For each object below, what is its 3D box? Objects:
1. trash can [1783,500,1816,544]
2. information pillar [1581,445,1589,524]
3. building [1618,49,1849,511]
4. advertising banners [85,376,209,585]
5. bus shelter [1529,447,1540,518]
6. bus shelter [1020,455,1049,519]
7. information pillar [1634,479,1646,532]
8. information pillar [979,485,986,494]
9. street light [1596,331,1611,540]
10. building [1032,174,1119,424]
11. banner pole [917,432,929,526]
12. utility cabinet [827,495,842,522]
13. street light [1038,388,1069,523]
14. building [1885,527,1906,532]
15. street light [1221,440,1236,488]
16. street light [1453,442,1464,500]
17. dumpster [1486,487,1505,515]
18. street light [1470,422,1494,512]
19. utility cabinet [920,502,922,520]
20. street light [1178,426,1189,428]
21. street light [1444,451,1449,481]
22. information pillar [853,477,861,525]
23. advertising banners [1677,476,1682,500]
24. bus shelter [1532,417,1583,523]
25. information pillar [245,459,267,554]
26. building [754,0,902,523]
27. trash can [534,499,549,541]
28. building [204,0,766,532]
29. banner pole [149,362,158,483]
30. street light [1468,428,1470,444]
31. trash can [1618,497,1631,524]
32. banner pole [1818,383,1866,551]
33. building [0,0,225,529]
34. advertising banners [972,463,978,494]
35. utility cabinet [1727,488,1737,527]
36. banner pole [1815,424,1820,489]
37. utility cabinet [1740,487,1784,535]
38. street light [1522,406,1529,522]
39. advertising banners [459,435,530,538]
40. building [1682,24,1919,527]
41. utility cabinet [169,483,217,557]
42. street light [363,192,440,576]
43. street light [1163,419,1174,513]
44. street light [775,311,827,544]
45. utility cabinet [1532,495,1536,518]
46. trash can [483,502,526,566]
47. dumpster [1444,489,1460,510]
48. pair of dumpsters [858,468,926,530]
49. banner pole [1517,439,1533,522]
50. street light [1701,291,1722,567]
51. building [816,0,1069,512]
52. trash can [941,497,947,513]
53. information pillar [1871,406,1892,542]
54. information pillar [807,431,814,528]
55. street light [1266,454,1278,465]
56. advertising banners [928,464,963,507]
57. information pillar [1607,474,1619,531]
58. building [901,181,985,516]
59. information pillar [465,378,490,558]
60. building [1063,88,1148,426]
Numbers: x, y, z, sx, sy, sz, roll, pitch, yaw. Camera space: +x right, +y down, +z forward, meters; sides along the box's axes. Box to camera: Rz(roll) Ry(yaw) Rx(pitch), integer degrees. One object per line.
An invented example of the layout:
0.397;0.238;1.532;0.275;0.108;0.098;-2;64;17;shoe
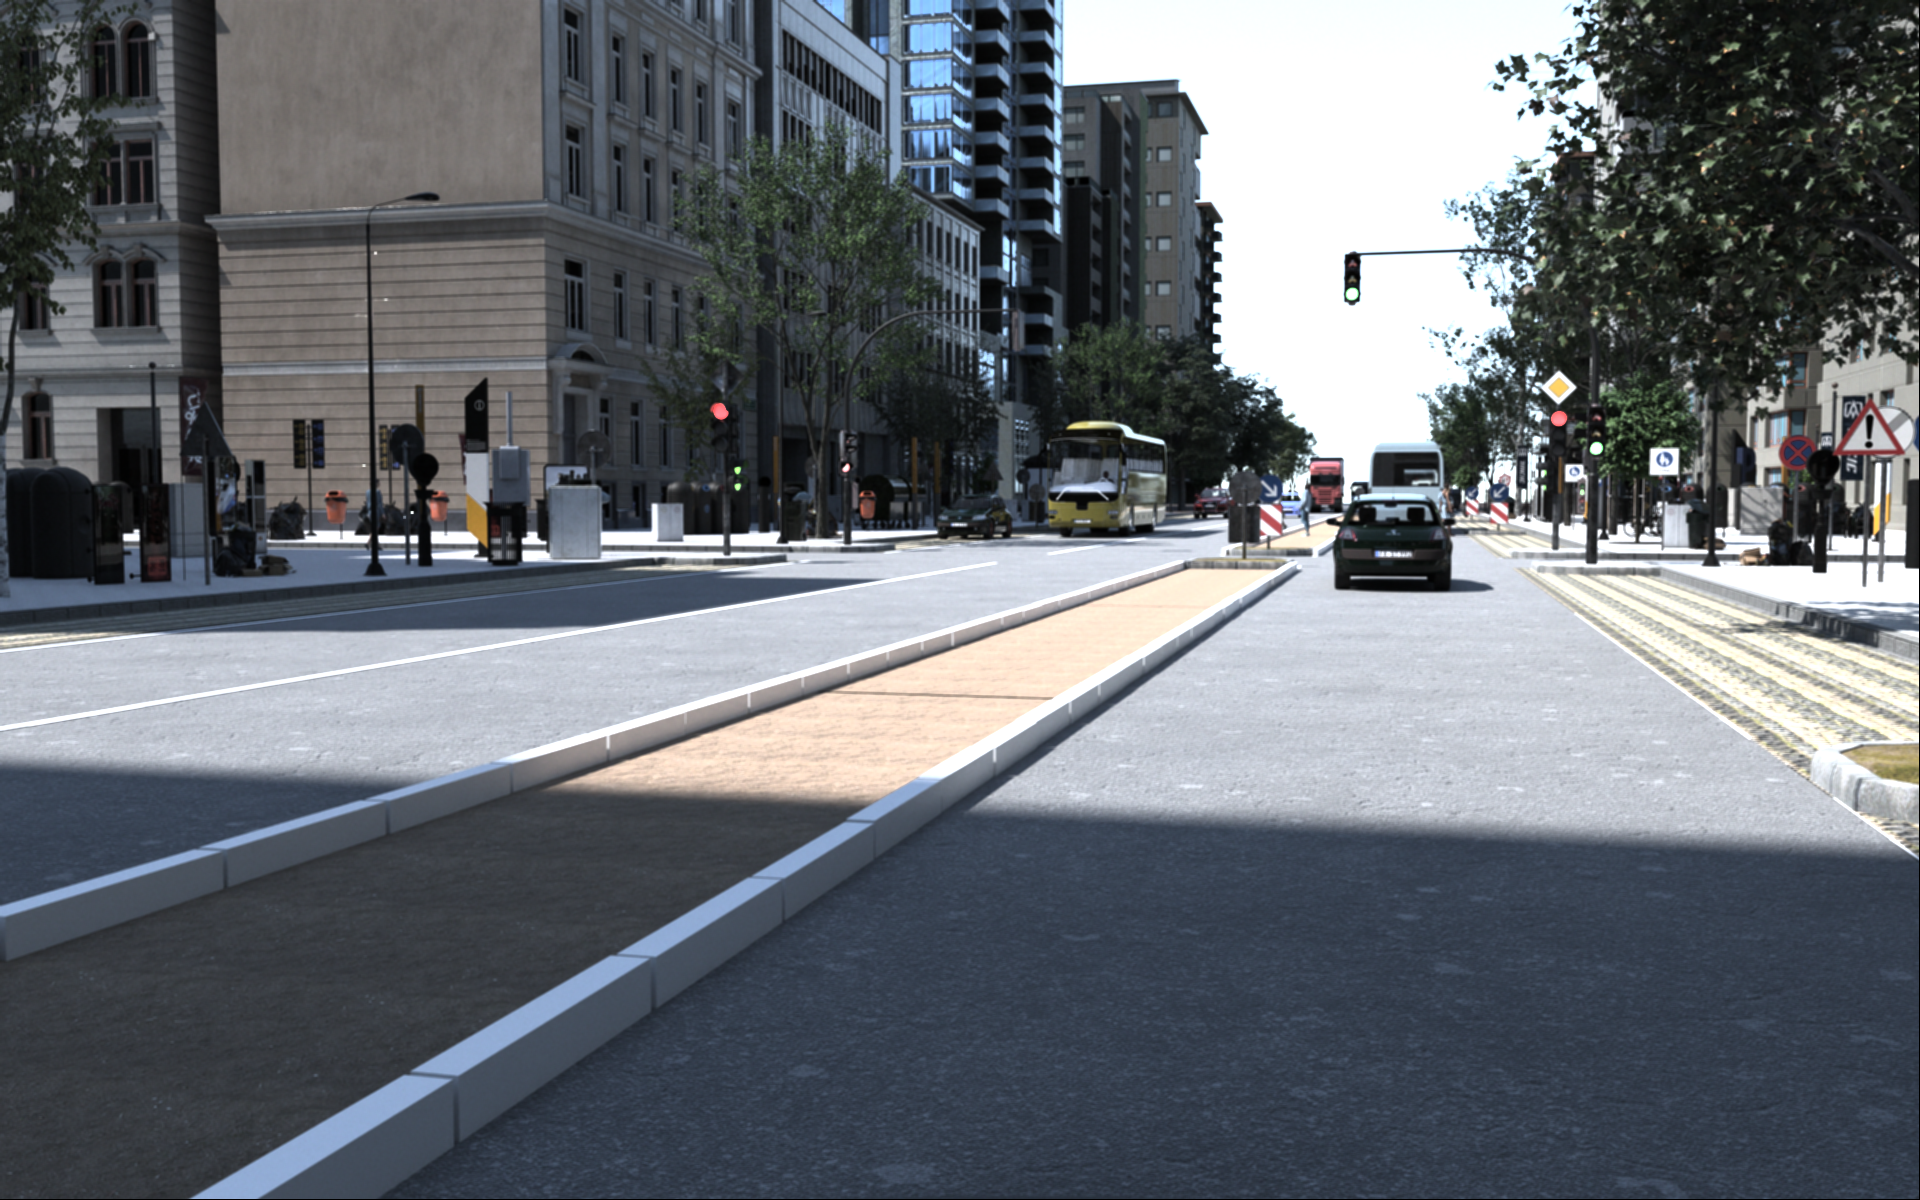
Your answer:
20.869;-1.922;43.085;0.748;1.137;0.748;0;3;0;trash can
26.847;-5.076;74.355;0.183;3.616;0.504;-1;4;-21;information pillar
67.273;-26.757;129.359;32.217;40.220;23.993;1;4;14;building
-11.770;-1.775;25.209;0.090;3.025;2.074;2;4;28;advertising banners
30.386;-6.000;89.378;1.731;3.624;6.357;1;4;14;bus shelter
4.746;-6.026;92.452;2.014;3.302;5.546;1;4;14;bus shelter
22.872;-3.289;58.269;0.304;2.012;0.304;2;4;32;information pillar
1.326;-6.017;102.867;0.304;2.012;0.304;-1;4;-23;information pillar
17.435;-4.632;48.268;1.470;5.913;1.316;1;4;14;street light
6.426;-23.645;158.297;14.160;30.474;14.107;1;4;14;building
-1.586;-4.900;70.124;0.401;3.779;0.863;-3;4;-36;banner pole
-5.712;-4.184;79.573;1.020;1.237;0.306;2;4;27;utility cabinet
4.066;-6.319;75.859;1.470;5.913;1.316;1;4;14;street light
46.333;-12.844;55.045;28.899;21.520;27.650;1;4;14;building
23.135;-10.842;149.811;1.470;5.913;1.316;1;4;14;street light
44.735;-11.069;153.517;1.470;5.913;1.316;1;4;14;street light
33.418;-6.241;107.794;1.264;1.857;1.865;1;4;14;dumpster
33.827;-8.515;111.767;1.470;5.913;1.316;1;4;14;street light
-2.030;-4.516;84.994;0.306;1.237;1.020;1;4;16;utility cabinet
14.947;-8.918;118.352;1.470;5.913;1.316;1;4;14;street light
52.937;-13.025;185.497;1.470;5.913;1.316;1;4;14;street light
-4.317;-4.180;72.838;0.304;2.012;0.304;-1;4;-11;information pillar
30.620;-4.728;73.483;0.090;3.025;2.074;1;4;12;advertising banners
28.012;-6.337;81.250;2.179;5.291;8.768;1;4;15;bus shelter
-15.013;-1.985;36.943;0.304;2.012;0.304;3;5;41;information pillar
-11.537;-16.480;87.477;12.078;24.808;19.932;1;4;14;building
-11.260;-2.185;47.377;0.748;1.137;0.748;0;3;0;trash can
-17.300;-17.252;67.982;13.634;28.700;20.117;1;4;14;building
-15.406;-2.636;33.122;0.401;3.779;0.863;-2;4;-28;banner pole
36.477;-9.141;121.989;1.470;5.913;1.316;1;4;14;street light
27.995;-3.774;73.363;0.748;1.137;0.748;0;3;0;trash can
19.862;-2.991;38.914;0.863;3.779;0.401;1;4;19;banner pole
-36.558;-17.234;69.158;23.554;28.519;14.401;1;4;14;building
0.843;-6.091;95.771;0.090;3.025;2.074;0;4;-7;advertising banners
30.128;-3.613;67.752;0.318;1.500;1.173;0;4;-4;utility cabinet
30.871;-4.405;62.037;0.401;3.779;0.863;-2;4;-28;banner pole
24.766;-2.742;53.509;1.173;1.500;0.318;2;4;29;utility cabinet
25.612;-6.565;79.883;1.470;5.913;1.316;1;4;14;street light
-13.570;-3.319;50.458;2.074;3.025;0.090;0;4;4;advertising banners
53.069;-14.736;85.971;27.650;21.520;28.899;1;4;14;building
-15.682;-1.631;35.351;0.318;1.500;1.173;1;4;20;utility cabinet
-8.685;-3.328;26.950;1.470;5.913;1.316;1;4;14;street light
12.355;-8.273;107.800;1.470;5.913;1.316;1;4;14;street light
-4.052;-4.386;44.250;1.470;5.913;1.316;1;4;14;street light
31.526;-5.116;94.814;0.306;1.237;1.020;2;4;23;utility cabinet
-8.184;-1.191;31.133;0.748;1.137;0.748;0;3;0;trash can
39.061;-7.970;138.532;1.865;1.857;1.264;1;4;16;dumpster
-2.558;-3.773;64.175;1.574;2.255;4.437;1;4;14;pair of dumpsters
25.763;-5.434;78.864;0.863;3.779;0.401;1;4;14;banner pole
12.766;-3.551;30.596;1.470;5.913;1.316;1;4;14;street light
-3.283;-50.347;135.840;22.319;86.520;31.000;1;4;14;building
-1.025;-5.199;96.665;0.748;1.137;0.748;0;3;0;trash can
24.511;-3.341;45.988;0.183;3.616;0.504;-1;4;-15;information pillar
-5.539;-4.486;64.695;0.183;3.616;0.504;1;4;22;information pillar
35.732;-13.841;198.842;1.470;5.913;1.316;1;4;14;street light
-0.841;-6.240;98.218;2.074;3.025;0.090;1;4;13;advertising banners
22.522;-3.378;59.722;0.304;2.012;0.304;2;4;27;information pillar
-5.370;-15.691;105.692;9.793;20.994;18.267;1;4;14;building
-9.721;-2.666;34.943;0.504;3.616;0.183;1;4;13;information pillar
10.491;-29.838;171.452;14.154;41.232;14.086;1;4;14;building
